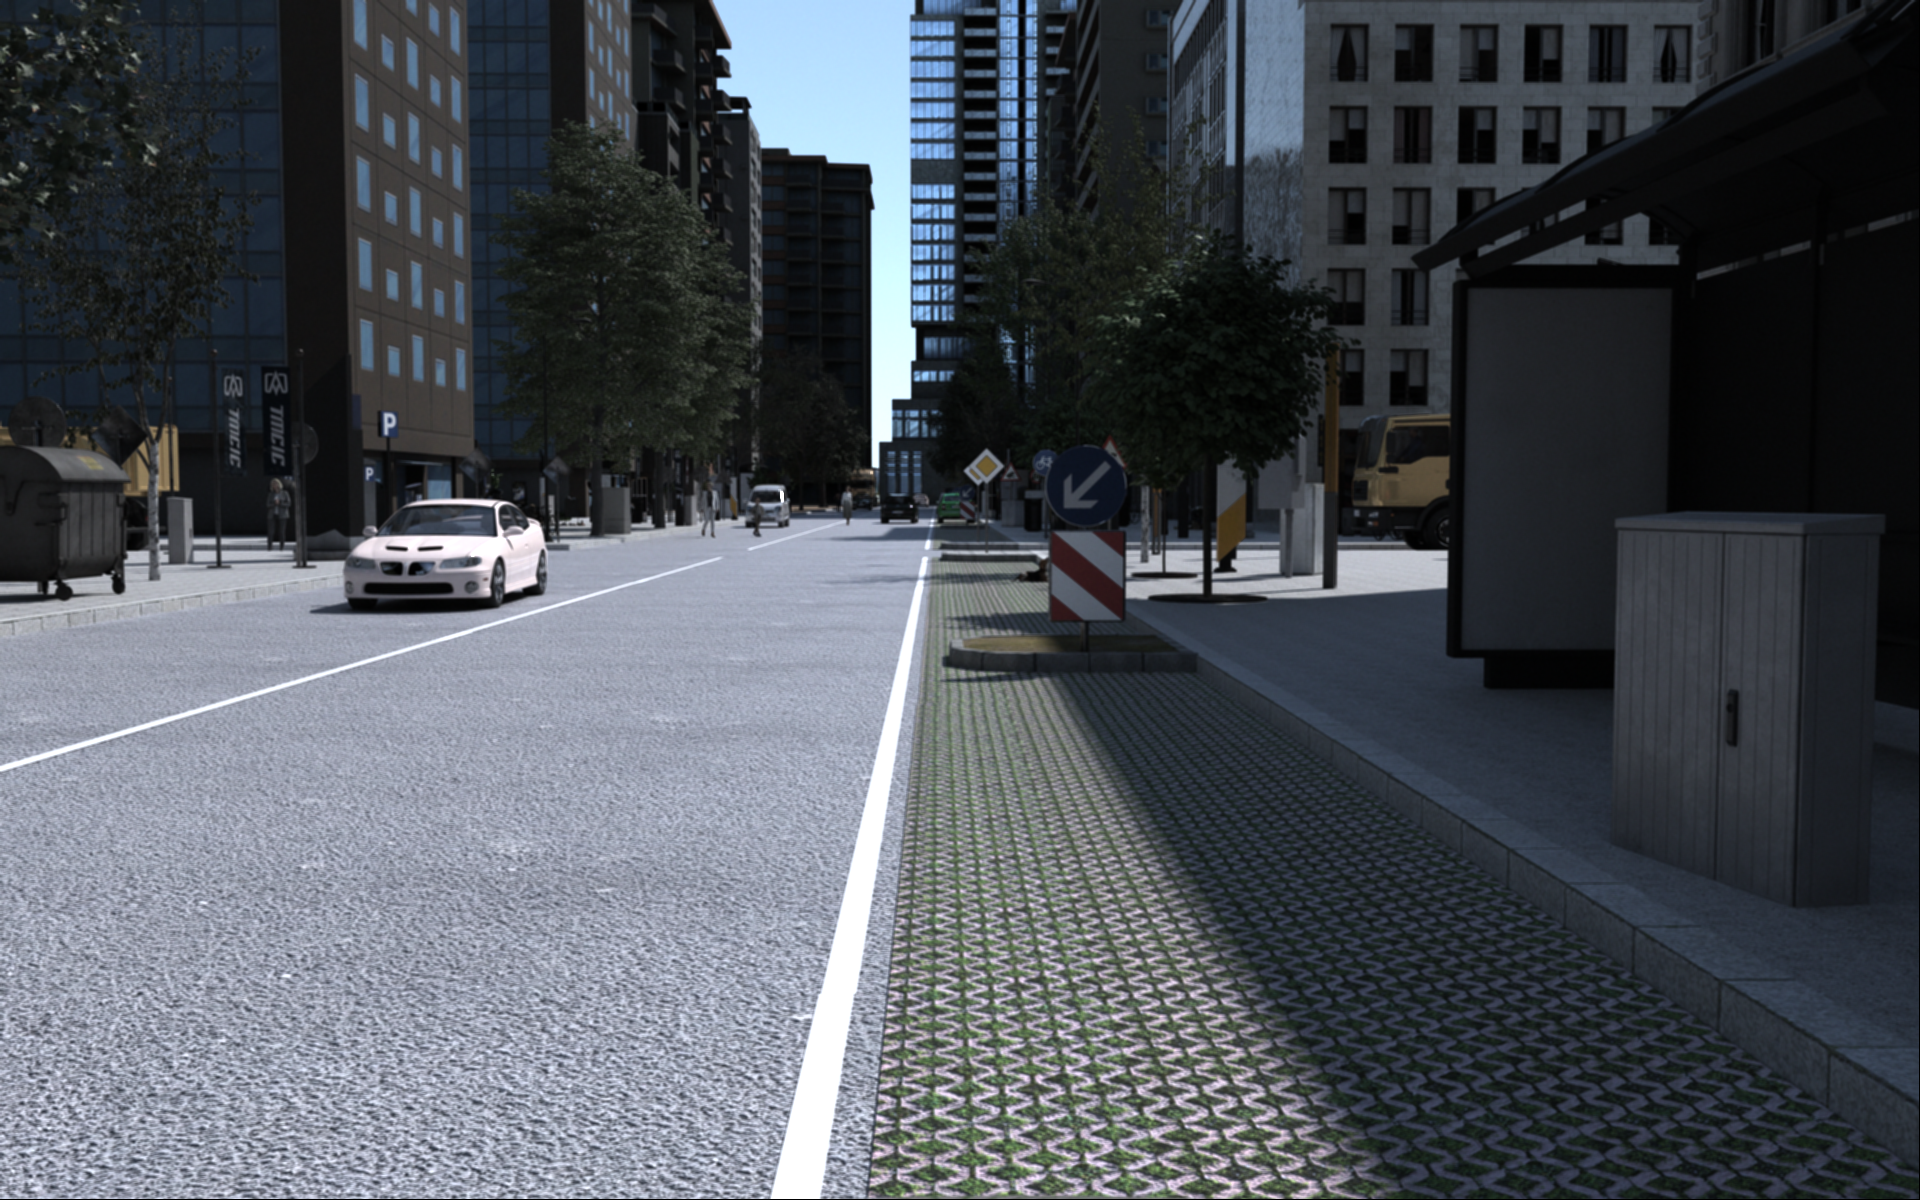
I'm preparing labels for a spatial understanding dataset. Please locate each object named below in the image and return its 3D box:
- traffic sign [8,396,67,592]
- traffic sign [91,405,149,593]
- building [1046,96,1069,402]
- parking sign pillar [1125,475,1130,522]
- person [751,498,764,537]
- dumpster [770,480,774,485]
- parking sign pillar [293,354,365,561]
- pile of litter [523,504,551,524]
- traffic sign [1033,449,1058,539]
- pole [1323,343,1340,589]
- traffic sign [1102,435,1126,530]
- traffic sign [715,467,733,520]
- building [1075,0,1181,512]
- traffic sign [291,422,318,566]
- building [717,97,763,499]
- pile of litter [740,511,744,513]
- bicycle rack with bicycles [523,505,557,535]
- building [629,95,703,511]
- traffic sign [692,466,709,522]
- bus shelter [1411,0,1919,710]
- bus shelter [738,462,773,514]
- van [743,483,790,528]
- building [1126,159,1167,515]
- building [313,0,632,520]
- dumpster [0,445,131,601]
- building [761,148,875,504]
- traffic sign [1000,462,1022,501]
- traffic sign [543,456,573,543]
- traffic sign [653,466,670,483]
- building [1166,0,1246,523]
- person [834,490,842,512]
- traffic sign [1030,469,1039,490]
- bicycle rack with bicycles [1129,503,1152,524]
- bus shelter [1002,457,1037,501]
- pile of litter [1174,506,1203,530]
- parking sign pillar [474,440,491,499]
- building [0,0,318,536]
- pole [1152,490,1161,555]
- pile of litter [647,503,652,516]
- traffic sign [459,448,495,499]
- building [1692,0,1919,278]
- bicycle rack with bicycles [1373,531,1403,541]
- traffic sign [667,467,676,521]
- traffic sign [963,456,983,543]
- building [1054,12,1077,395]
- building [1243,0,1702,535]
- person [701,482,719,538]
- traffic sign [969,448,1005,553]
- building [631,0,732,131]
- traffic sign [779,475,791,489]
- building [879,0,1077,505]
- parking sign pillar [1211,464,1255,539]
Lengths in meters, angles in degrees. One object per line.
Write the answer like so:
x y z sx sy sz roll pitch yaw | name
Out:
-12.005 -1.372 22.545 0.768 2.556 0.104 0 4 2 | traffic sign
-10.907 -1.303 22.496 0.795 2.450 0.064 0 4 7 | traffic sign
16.004 -30.464 181.687 14.154 41.232 14.086 0 4 -1 | building
7.454 -5.814 83.528 1.447 3.967 1.447 3 4 37 | parking sign pillar
-6.812 -2.792 58.427 0.475 1.303 0.640 -3 4 -38 | person
-13.465 -7.179 119.867 1.502 2.255 1.985 0 4 -1 | dumpster
-12.298 -2.774 33.819 1.447 3.967 1.447 2 4 24 | parking sign pillar
-18.382 -3.692 74.321 1.719 0.858 1.176 0 4 4 | pile of litter
2.460 -3.016 49.422 0.768 2.556 0.104 0 4 3 | traffic sign
5.032 -1.811 23.460 0.158 3.312 0.155 0 3 0 | pole
3.281 -2.324 38.003 0.884 2.594 0.081 0 4 3 | traffic sign
-11.507 -5.157 84.315 0.884 2.594 0.081 0 4 2 | traffic sign
20.326 -31.119 132.497 21.300 48.544 21.600 0 4 -1 | building
-11.745 -1.871 30.699 0.768 2.556 0.104 0 4 5 | traffic sign
-27.961 -30.399 180.625 14.086 41.232 14.154 0 4 -1 | building
-15.139 -6.475 119.824 1.176 0.858 1.719 1 4 22 | pile of litter
-13.568 -2.465 53.680 2.852 0.926 2.925 2 4 29 | bicycle rack with bicycles
-27.092 -21.780 127.809 14.160 30.474 14.107 0 4 -1 | building
-11.722 -4.783 78.307 0.768 2.556 0.104 0 4 1 | traffic sign
4.045 -0.913 8.858 2.014 3.302 5.546 0 4 -1 | bus shelter
-13.400 -7.266 112.723 2.014 3.302 5.546 0 4 -1 | bus shelter
-8.340 -4.165 75.108 2.013 2.044 4.112 0 4 -1 | van
17.374 -17.401 103.592 14.460 24.649 34.723 0 4 -1 | building
-26.953 -27.476 99.342 14.600 45.320 14.200 0 4 -1 | building
-11.288 -0.960 21.453 1.264 1.857 1.865 0 4 -1 | dumpster
-25.569 -34.702 222.005 28.867 44.769 22.147 0 4 -1 | building
2.058 -4.286 70.075 0.884 2.594 0.081 0 4 1 | traffic sign
-10.567 -2.562 45.538 0.795 2.450 0.064 0 4 -1 | traffic sign
-13.265 -4.707 77.062 0.768 2.556 0.104 0 4 4 | traffic sign
16.402 -15.797 76.297 12.078 24.808 19.932 0 4 -1 | building
-9.872 -8.100 141.640 1.217 1.736 0.721 3 5 41 | person
3.816 -5.207 85.239 0.768 2.556 0.104 0 4 7 | traffic sign
6.601 -3.698 73.844 2.852 0.926 2.925 -2 4 -34 | bicycle rack with bicycles
3.149 -5.963 91.415 2.014 3.302 5.546 0 4 -1 | bus shelter
8.393 -2.973 62.578 1.176 0.858 1.719 -1 4 -13 | pile of litter
-23.778 -5.985 86.325 1.447 3.967 1.447 0 4 2 | parking sign pillar
-25.638 -24.996 58.792 14.600 45.320 14.200 0 4 -1 | building
4.166 -2.616 36.622 0.158 3.312 0.155 0 3 0 | pole
-18.080 -5.344 101.335 1.176 0.858 1.719 0 4 -6 | pile of litter
-10.465 -2.074 37.554 0.795 2.450 0.064 0 4 -1 | traffic sign
17.082 -11.632 19.055 11.050 23.489 19.941 0 4 -1 | building
12.707 -2.117 47.996 2.925 0.926 2.852 -1 4 -21 | bicycle rack with bicycles
-13.506 -4.897 80.173 0.768 2.556 0.104 0 4 5 | traffic sign
0.476 -2.570 45.659 0.795 2.450 0.064 0 4 -1 | traffic sign
20.045 -30.801 158.214 22.147 44.769 28.867 0 4 -1 | building
18.934 -12.484 58.860 16.860 20.320 10.420 0 4 -1 | building
-8.292 -2.991 57.283 0.514 1.842 0.818 -2 4 -30 | person
0.578 -2.081 37.675 0.795 2.450 0.064 0 4 -1 | traffic sign
-31.553 -30.275 149.625 22.147 44.769 28.867 0 4 -1 | building
-11.563 -6.994 114.465 0.768 2.556 0.104 0 4 1 | traffic sign
5.411 -55.595 221.655 31.000 86.520 22.319 0 4 -1 | building
7.869 -3.787 50.397 1.447 3.967 1.447 3 5 41 | parking sign pillar
